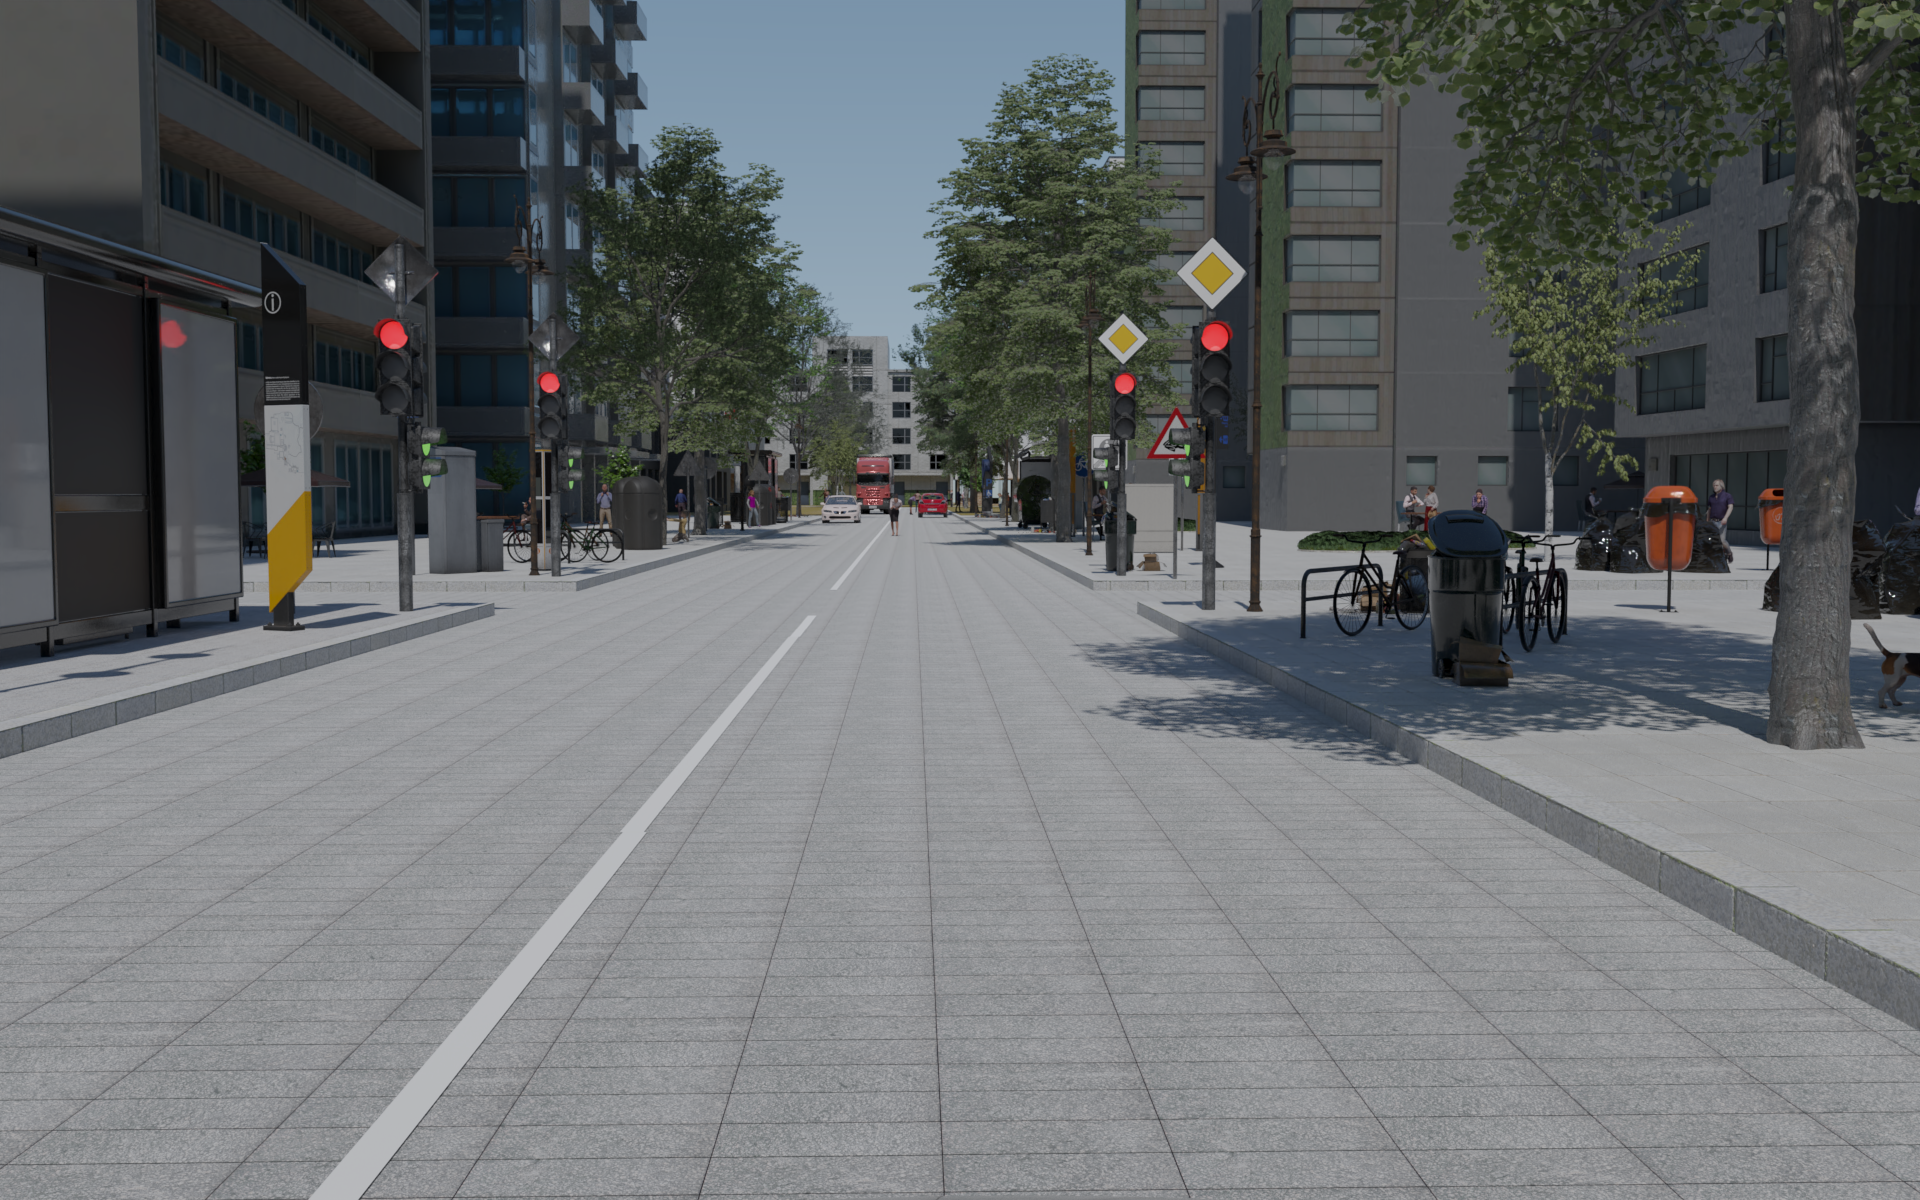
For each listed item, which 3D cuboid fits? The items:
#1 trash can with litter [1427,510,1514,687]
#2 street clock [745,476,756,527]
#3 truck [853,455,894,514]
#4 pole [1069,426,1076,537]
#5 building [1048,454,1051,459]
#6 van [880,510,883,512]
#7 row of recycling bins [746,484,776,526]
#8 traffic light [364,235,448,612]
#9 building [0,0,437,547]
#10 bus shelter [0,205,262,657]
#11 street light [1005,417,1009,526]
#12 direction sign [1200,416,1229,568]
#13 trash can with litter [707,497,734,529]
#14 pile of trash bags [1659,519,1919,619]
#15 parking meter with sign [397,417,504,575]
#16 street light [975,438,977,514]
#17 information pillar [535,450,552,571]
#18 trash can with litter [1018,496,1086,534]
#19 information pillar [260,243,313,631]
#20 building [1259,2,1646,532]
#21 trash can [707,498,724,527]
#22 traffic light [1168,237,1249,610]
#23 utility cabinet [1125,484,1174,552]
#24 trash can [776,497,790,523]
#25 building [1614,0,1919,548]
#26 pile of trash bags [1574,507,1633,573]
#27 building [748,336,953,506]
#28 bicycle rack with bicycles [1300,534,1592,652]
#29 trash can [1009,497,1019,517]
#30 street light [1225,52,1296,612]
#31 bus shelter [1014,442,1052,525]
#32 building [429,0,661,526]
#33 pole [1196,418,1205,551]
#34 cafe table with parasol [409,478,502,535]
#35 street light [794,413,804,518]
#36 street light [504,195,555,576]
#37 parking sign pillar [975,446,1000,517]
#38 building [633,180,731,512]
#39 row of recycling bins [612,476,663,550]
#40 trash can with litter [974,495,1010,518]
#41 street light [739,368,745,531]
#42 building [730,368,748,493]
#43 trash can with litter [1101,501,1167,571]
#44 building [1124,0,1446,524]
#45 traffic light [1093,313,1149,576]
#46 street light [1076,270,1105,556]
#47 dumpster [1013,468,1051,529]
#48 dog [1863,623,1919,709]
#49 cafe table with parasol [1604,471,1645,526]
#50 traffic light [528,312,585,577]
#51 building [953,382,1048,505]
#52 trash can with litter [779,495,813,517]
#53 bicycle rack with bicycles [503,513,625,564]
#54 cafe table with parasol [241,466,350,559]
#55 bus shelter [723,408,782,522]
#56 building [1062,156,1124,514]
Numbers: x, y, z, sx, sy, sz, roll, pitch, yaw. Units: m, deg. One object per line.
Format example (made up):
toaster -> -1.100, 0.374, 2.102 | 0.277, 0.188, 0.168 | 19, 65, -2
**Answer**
trash can with litter -> 3.590, -0.033, 11.923 | 0.624, 1.170, 1.055 | 0, 4, 2
street clock -> -8.204, -3.869, 67.830 | 0.358, 2.002, 0.471 | 1, 4, 21
truck -> -6.122, -8.339, 125.252 | 2.839, 4.237, 11.283 | 0, 4, -1
pole -> 3.359, -3.544, 51.779 | 0.158, 3.312, 0.155 | 0, 3, 0
building -> 21.608, -18.978, 154.264 | 27.936, 21.610, 32.646 | 0, 4, -2
van -> -6.999, -8.112, 139.647 | 2.013, 2.044, 4.112 | 0, 4, -1
row of recycling bins -> -8.192, -3.912, 71.068 | 1.069, 1.692, 3.534 | 0, 4, 1
traffic light -> -6.040, -1.829, 18.830 | 0.839, 4.253, 0.868 | 0, 4, -2
building -> -27.094, -25.667, 43.359 | 21.300, 48.544, 21.600 | 0, 4, -2
bus shelter -> -7.936, -2.164, 13.009 | 2.179, 5.291, 8.768 | 0, 4, -2
street light -> 1.879, -5.888, 69.062 | 0.468, 5.910, 1.993 | 0, 4, -2
direction sign -> 4.415, -2.329, 30.069 | 0.379, 3.537, 0.876 | 3, 5, 40
trash can with litter -> -8.863, -3.208, 63.830 | 1.055, 1.170, 0.624 | -1, 4, -15
pile of trash bags -> 9.102, -0.536, 18.521 | 3.447, 1.369, 1.912 | 1, 4, 20
parking meter with sign -> -8.178, -1.938, 27.955 | 0.543, 3.016, 1.738 | 2, 4, 34
street light -> 0.942, -7.894, 101.850 | 0.468, 5.910, 1.993 | 0, 4, -2
information pillar -> -6.943, -1.492, 28.881 | 0.304, 2.012, 0.304 | 2, 4, 30
trash can with litter -> 3.155, -2.792, 56.702 | 2.233, 1.210, 1.678 | 2, 4, 33
information pillar -> -6.291, -1.518, 16.167 | 0.504, 3.616, 0.183 | 2, 4, 24
building -> 18.007, -23.330, 65.038 | 14.154, 41.232, 14.086 | 0, 4, -2
trash can -> -9.638, -3.463, 68.269 | 0.748, 1.137, 0.748 | 0, 3, 0
traffic light -> 2.737, -1.845, 19.087 | 0.839, 4.253, 0.868 | 0, 4, -2
utility cabinet -> 4.095, -1.777, 37.741 | 1.173, 1.500, 0.318 | 0, 4, -5
trash can -> -7.858, -3.942, 76.103 | 0.748, 1.137, 0.748 | 0, 3, 0
building -> 25.528, -16.505, 41.554 | 14.107, 30.474, 14.160 | 0, 4, -2
pile of trash bags -> 12.138, -1.163, 28.766 | 3.447, 1.369, 1.912 | 0, 4, 0
building -> -16.732, -20.529, 202.106 | 31.486, 18.905, 16.747 | 0, 4, -2
bicycle rack with bicycles -> 4.481, -0.137, 15.618 | 2.852, 0.926, 2.925 | 3, 4, 37
trash can -> 3.078, -5.281, 97.997 | 0.748, 1.137, 0.748 | 0, 3, 0
street light -> 3.219, -2.810, 18.736 | 0.468, 5.910, 1.993 | 0, 4, -2
bus shelter -> 3.350, -4.654, 70.024 | 2.014, 3.302, 5.546 | 0, 4, -2
building -> -26.890, -28.175, 80.266 | 23.786, 49.044, 30.456 | 0, 4, -2
pole -> 5.393, -2.745, 38.724 | 0.158, 3.312, 0.155 | 0, 3, 0
cafe table with parasol -> -14.828, -2.818, 50.942 | 2.610, 1.966, 2.610 | 0, 4, 2
street light -> -8.641, -7.354, 93.032 | 0.468, 5.910, 1.993 | 0, 4, -2
street light -> -6.709, -3.324, 27.130 | 0.468, 5.910, 1.993 | 0, 4, -2
parking sign pillar -> 1.537, -6.618, 96.673 | 1.447, 3.967, 1.447 | 0, 4, -6
building -> -31.424, -16.794, 118.560 | 27.936, 21.610, 32.646 | 0, 4, -2
row of recycling bins -> -7.726, -2.079, 41.109 | 1.069, 1.692, 3.534 | -1, 4, -17
trash can with litter -> 1.825, -5.057, 93.743 | 2.233, 1.210, 1.678 | 0, 4, -3
street light -> -7.592, -5.349, 60.248 | 0.468, 5.910, 1.993 | 0, 4, -2
building -> -25.279, -17.391, 140.756 | 16.016, 20.091, 11.380 | 0, 4, -2
trash can with litter -> 2.906, -1.075, 28.971 | 1.055, 1.170, 0.624 | 0, 4, -3
building -> 15.068, -24.674, 87.010 | 14.154, 41.232, 14.086 | 0, 4, -2
traffic light -> 2.517, -2.333, 27.069 | 0.839, 4.253, 0.868 | 0, 4, -2
street light -> 2.696, -3.865, 35.981 | 0.468, 5.910, 1.993 | 0, 4, -2
dumpster -> 2.792, -3.788, 64.435 | 1.502, 2.255, 1.985 | 0, 4, -2
dog -> 5.749, 0.398, 10.322 | 0.540, 0.507, 0.406 | 0, 4, -4
cafe table with parasol -> 20.154, -2.853, 51.510 | 2.610, 1.966, 2.610 | -1, 4, -13
traffic light -> -6.261, -2.318, 26.812 | 0.839, 4.253, 0.868 | 0, 4, -2
building -> 5.007, -21.176, 202.650 | 11.380, 20.091, 16.016 | 0, 4, -2
trash can with litter -> -9.429, -5.295, 97.633 | 2.233, 1.210, 1.678 | 0, 4, -5
bicycle rack with bicycles -> -7.573, -1.190, 32.839 | 2.925, 0.926, 2.852 | 2, 4, 24
cafe table with parasol -> -13.500, -1.830, 34.789 | 2.610, 1.966, 2.610 | -2, 4, -35
bus shelter -> -9.984, -6.470, 83.409 | 2.179, 5.291, 8.768 | 0, 4, -1
building -> 22.483, -16.986, 121.690 | 27.936, 21.610, 32.646 | 0, 4, -2
